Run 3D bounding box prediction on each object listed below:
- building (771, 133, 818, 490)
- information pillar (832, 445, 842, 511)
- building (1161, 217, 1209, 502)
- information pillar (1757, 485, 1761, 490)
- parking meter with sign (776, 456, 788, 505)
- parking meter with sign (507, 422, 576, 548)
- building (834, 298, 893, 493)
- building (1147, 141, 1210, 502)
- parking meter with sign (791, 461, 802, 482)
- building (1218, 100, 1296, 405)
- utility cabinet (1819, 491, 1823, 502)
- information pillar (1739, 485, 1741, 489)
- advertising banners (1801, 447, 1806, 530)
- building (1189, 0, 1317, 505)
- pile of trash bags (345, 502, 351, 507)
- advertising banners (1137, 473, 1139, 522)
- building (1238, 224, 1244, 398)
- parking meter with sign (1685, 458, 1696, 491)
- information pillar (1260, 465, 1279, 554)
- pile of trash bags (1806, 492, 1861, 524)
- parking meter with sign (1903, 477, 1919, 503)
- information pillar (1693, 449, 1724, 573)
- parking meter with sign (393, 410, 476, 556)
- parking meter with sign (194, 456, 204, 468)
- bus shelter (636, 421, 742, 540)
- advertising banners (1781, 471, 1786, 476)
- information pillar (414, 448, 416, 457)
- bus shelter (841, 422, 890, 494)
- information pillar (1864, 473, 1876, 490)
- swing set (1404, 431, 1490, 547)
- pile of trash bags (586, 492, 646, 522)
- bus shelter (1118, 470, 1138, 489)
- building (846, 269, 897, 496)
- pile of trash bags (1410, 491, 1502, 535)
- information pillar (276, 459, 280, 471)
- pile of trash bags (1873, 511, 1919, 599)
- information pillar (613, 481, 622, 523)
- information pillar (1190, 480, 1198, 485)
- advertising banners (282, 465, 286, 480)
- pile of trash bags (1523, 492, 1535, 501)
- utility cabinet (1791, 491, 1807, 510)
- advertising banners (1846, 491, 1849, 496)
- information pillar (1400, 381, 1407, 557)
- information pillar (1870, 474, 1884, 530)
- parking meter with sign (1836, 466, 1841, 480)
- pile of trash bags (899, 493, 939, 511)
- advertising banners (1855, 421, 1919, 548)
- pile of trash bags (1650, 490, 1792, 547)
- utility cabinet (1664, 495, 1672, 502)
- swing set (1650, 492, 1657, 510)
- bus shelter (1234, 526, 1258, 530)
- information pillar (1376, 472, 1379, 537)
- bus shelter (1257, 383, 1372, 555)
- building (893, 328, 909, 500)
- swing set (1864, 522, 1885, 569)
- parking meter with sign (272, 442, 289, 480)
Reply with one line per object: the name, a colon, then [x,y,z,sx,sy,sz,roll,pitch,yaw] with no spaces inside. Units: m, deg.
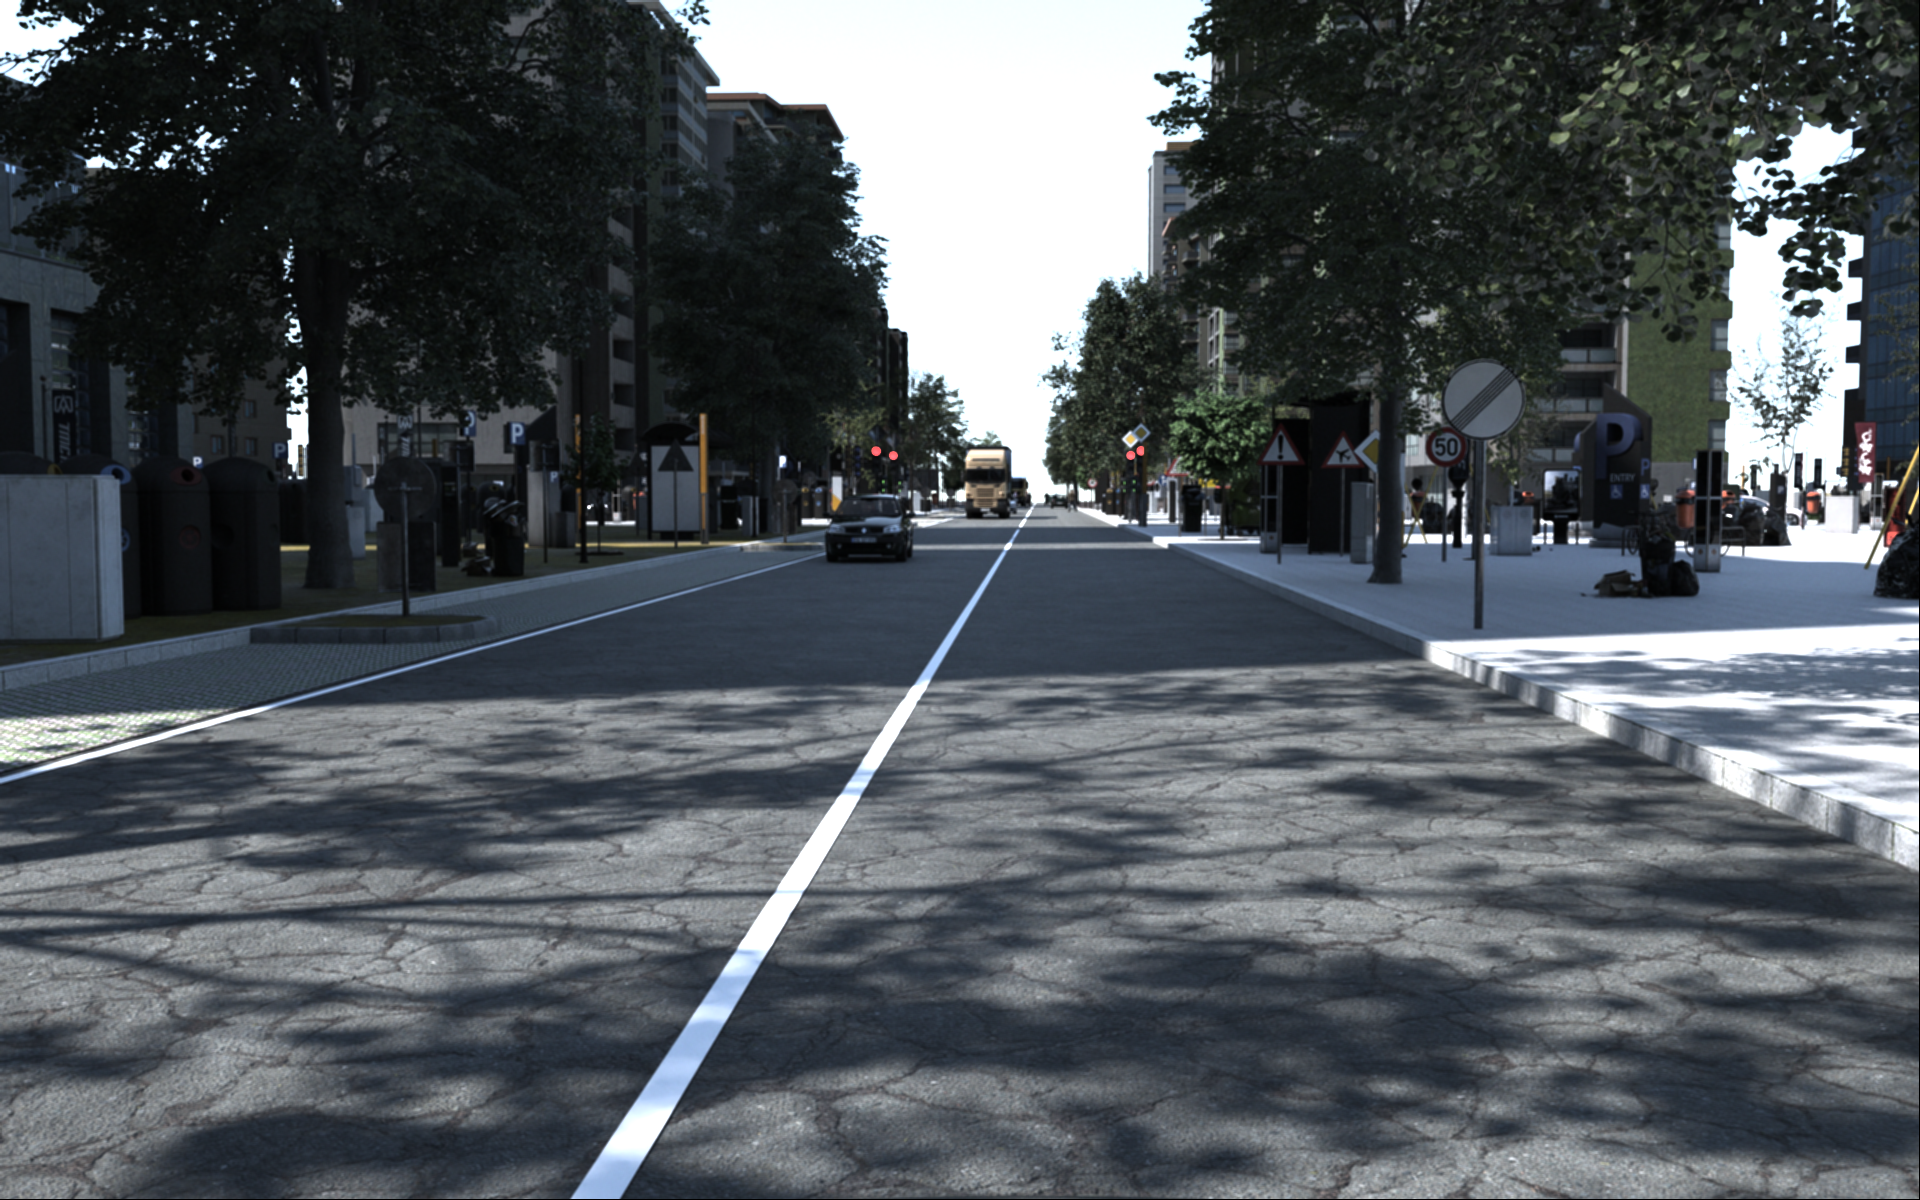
building: [-30.328,-28.937,165.006,32.217,40.220,23.993,0,4,3]
information pillar: [-5.808,-5.550,82.101,0.504,3.616,0.183,0,4,-3]
building: [42.456,-37.430,266.608,22.147,44.769,28.867,0,4,3]
information pillar: [64.936,-8.337,140.800,0.304,2.012,0.304,2,4,24]
parking meter with sign: [-8.613,-5.006,78.103,1.738,3.016,0.543,-3,5,-43]
parking meter with sign: [-10.009,-2.772,41.582,1.738,3.016,0.543,2,4,28]
building: [-18.110,-29.743,258.005,14.160,30.474,14.107,0,4,3]
building: [42.341,-46.042,294.790,21.231,58.520,28.212,0,4,3]
parking meter with sign: [-9.325,-5.866,92.175,1.738,3.016,0.543,-1,4,-12]
building: [34.317,-30.562,183.276,14.154,41.232,14.086,0,4,3]
utility cabinet: [71.777,-8.256,143.664,1.173,1.500,0.318,-1,4,-16]
information pillar: [65.792,-8.684,146.468,0.304,2.012,0.304,0,4,3]
advertising banners: [30.850,-4.109,63.372,0.090,3.025,2.074,2,4,23]
building: [37.888,-46.605,200.244,20.563,71.187,20.611,0,4,3]
pile of trash bags: [-23.198,-3.177,61.696,3.447,1.369,1.912,-2,4,-33]
advertising banners: [8.161,-5.094,79.478,0.090,3.025,2.074,0,4,6]
building: [34.131,-24.332,169.527,14.160,30.474,14.107,0,4,3]
parking meter with sign: [35.840,-5.415,84.791,0.543,3.016,1.738,0,4,5]
information pillar: [6.683,-2.013,37.410,0.304,2.012,0.304,-1,4,-11]
pile of trash bags: [38.130,-4.002,75.181,3.447,1.369,1.912,-1,4,-21]
parking meter with sign: [69.681,-7.982,126.771,1.738,3.016,0.543,0,4,-8]
information pillar: [12.277,-1.463,28.417,0.304,2.012,0.304,-1,4,-22]
parking meter with sign: [-11.015,-2.442,36.185,1.738,3.016,0.543,1,4,13]
parking meter with sign: [-35.406,-5.191,81.126,0.543,3.016,1.738,0,4,-5]
bus shelter: [-7.838,-3.472,50.687,2.014,3.302,5.546,0,4,3]
advertising banners: [61.766,-8.265,131.322,2.074,3.025,0.090,-1,4,-13]
information pillar: [-27.671,-5.905,87.894,0.183,3.616,0.504,0,4,-1]
bus shelter: [-5.365,-7.421,98.972,2.179,5.291,8.768,0,4,3]
information pillar: [42.992,-5.535,81.859,0.183,3.616,0.504,-3,4,-36]
swing set: [11.533,-2.801,43.410,2.862,2.851,3.119,-1,4,-22]
pile of trash bags: [-15.941,-4.309,80.206,3.447,1.369,1.912,2,4,28]
bus shelter: [13.689,-9.911,139.680,2.179,5.291,8.768,0,4,3]
building: [-26.074,-35.794,277.114,32.217,40.220,23.993,0,4,3]
pile of trash bags: [15.656,-2.832,56.062,1.912,1.369,3.447,-1,4,-20]
information pillar: [-39.840,-6.728,101.354,0.183,3.616,0.504,0,4,5]
pile of trash bags: [13.182,-0.691,21.049,3.447,1.369,1.912,0,4,0]
information pillar: [-15.368,-4.470,77.582,0.304,2.012,0.304,1,4,10]
information pillar: [12.513,-5.396,92.709,0.304,2.012,0.304,-3,5,-44]
advertising banners: [-40.115,-6.570,103.610,0.090,3.025,2.074,0,4,0]
pile of trash bags: [23.517,-4.060,76.129,3.447,1.369,1.912,0,3,0]
utility cabinet: [69.548,-8.250,143.563,1.173,1.500,0.318,-1,4,-12]
advertising banners: [32.788,-4.102,63.257,2.074,3.025,0.090,-3,5,-45]
information pillar: [8.781,-2.667,34.966,0.504,3.616,0.183,-1,4,-22]
information pillar: [32.950,-3.533,62.258,0.304,2.012,0.304,0,4,5]
parking meter with sign: [55.502,-6.864,108.482,0.543,3.016,1.738,0,4,2]
pile of trash bags: [-3.416,-7.884,138.649,3.447,1.369,1.912,0,4,3]
advertising banners: [22.315,-2.755,41.227,0.090,3.025,2.074,-3,5,-39]
pile of trash bags: [18.823,-2.017,42.729,3.447,1.369,1.912,-2,4,-32]
utility cabinet: [47.573,-6.494,117.333,0.306,1.237,1.020,-1,4,-12]
swing set: [24.047,-4.051,63.851,2.862,2.851,3.119,0,4,-6]
bus shelter: [10.272,-4.016,59.581,2.014,3.302,5.546,0,4,3]
information pillar: [11.726,-2.661,47.992,0.304,2.012,0.304,0,4,4]
bus shelter: [8.062,-2.967,39.786,1.731,3.624,6.357,0,4,3]
building: [-16.246,-32.067,295.989,14.160,30.474,14.107,0,4,3]
swing set: [17.488,-1.915,28.925,3.119,2.851,2.862,-1,4,-23]
parking meter with sign: [-22.954,-3.752,57.605,0.543,3.016,1.738,0,4,4]
